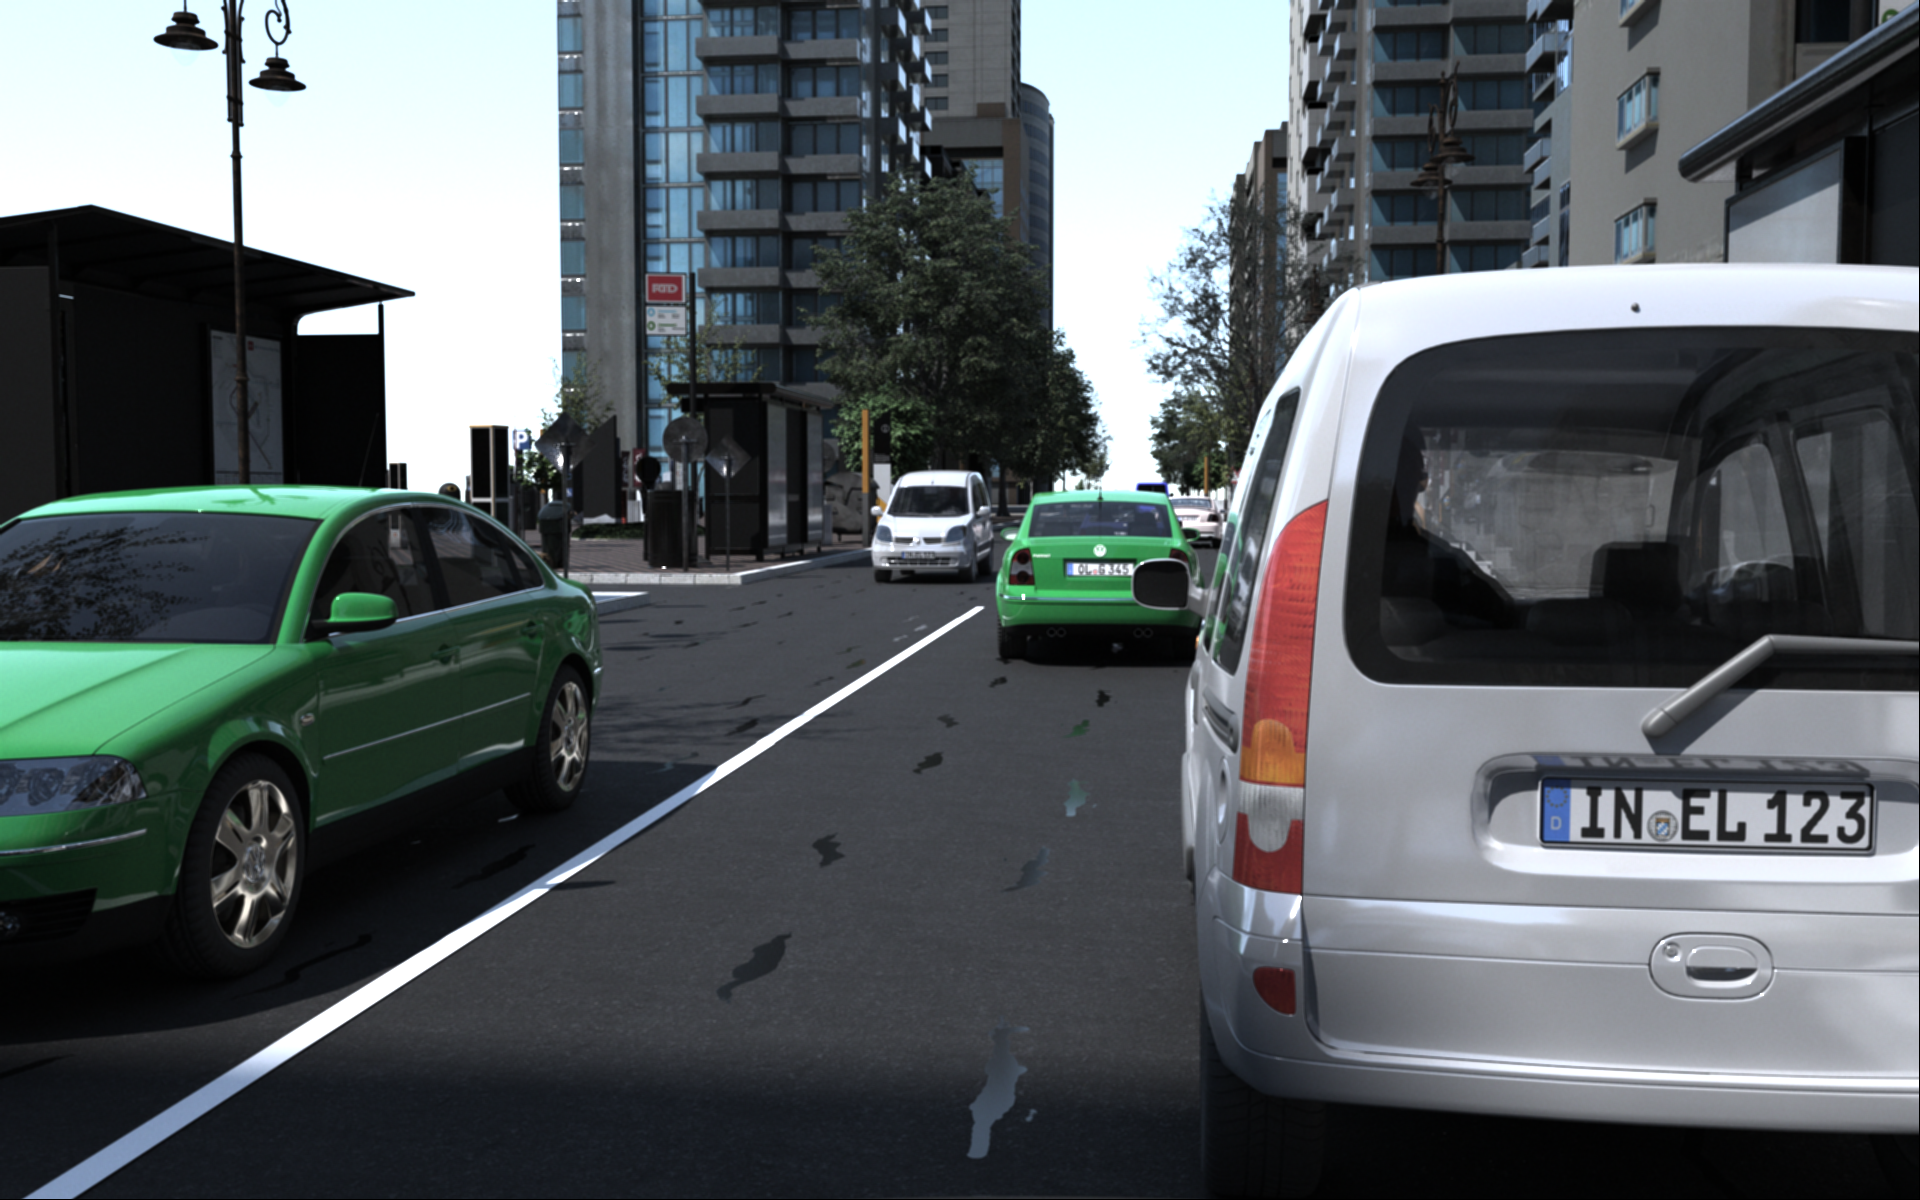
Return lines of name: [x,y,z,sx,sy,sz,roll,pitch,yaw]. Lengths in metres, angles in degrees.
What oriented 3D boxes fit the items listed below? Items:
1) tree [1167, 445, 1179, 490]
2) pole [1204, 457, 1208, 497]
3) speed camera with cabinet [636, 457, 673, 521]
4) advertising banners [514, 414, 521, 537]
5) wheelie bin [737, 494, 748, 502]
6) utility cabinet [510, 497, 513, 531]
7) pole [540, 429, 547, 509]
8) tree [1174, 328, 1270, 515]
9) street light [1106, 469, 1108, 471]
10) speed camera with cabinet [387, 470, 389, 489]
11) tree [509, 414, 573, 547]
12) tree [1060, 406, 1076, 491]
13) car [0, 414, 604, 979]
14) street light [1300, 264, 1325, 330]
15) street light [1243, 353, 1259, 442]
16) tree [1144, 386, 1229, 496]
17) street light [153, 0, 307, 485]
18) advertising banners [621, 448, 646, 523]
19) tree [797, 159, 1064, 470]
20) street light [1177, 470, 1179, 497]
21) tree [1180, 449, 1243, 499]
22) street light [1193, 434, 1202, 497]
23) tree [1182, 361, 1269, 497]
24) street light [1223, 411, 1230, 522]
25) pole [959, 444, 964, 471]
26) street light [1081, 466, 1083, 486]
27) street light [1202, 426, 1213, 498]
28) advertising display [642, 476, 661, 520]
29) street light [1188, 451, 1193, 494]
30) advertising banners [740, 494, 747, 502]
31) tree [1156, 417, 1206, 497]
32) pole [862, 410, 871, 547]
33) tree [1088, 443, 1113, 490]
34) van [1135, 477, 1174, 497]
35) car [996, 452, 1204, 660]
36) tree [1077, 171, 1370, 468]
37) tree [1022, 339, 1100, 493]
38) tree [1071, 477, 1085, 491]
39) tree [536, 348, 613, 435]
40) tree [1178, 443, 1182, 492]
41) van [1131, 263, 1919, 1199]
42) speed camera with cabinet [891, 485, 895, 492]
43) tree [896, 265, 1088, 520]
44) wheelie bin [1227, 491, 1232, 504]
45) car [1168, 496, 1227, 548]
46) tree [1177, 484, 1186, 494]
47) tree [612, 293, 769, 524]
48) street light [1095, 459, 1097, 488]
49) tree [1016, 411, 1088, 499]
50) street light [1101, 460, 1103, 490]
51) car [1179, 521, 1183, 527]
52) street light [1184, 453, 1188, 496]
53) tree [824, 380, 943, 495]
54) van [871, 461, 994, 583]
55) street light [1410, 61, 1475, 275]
tree: [24.644,-14.384,185.547,4.360,8.622,3.978,0,3,0]
pole: [13.417,-6.147,94.343,0.158,3.312,0.155,0,3,0]
speed camera with cabinet: [-12.407,-4.728,71.643,0.660,3.252,2.038,3,5,41]
advertising banners: [-9.994,-2.621,39.045,0.090,3.025,2.074,-1,4,-12]
wheelie bin: [-13.216,-5.983,105.731,0.693,1.594,0.980,-3,5,-42]
utility cabinet: [-10.792,-1.809,40.731,0.306,1.237,1.020,-2,4,-31]
pole: [-13.004,-3.686,54.102,0.158,3.312,0.155,0,3,0]
tree: [11.522,-7.641,75.288,4.737,8.622,4.395,0,3,0]
street light: [21.690,-17.277,255.270,0.468,5.910,1.993,0,4,7]
speed camera with cabinet: [-20.709,-4.062,60.754,0.660,3.252,2.038,1,4,9]
tree: [-10.043,-2.912,42.207,1.663,3.219,1.824,0,3,0]
tree: [9.517,-15.251,159.717,12.009,13.543,11.850,0,3,0]
car: [-2.800,0.134,6.601,1.959,1.807,4.718,0,4,7]
street light: [7.122,-3.800,34.925,0.468,5.910,1.993,0,4,7]
street light: [9.562,-5.153,57.038,0.468,5.910,1.993,0,4,7]
tree: [26.771,-18.191,204.081,9.857,13.997,8.962,0,3,0]
street light: [-5.975,-2.543,14.371,0.468,5.910,1.993,0,4,7]
advertising banners: [-12.946,-4.265,65.926,2.074,3.025,0.090,0,4,4]
tree: [-1.003,-9.715,65.497,9.857,13.997,8.962,0,3,0]
street light: [30.378,-16.210,237.828,0.468,5.910,1.993,0,4,7]
tree: [16.631,-7.884,112.612,4.285,4.588,4.351,0,3,0]
street light: [18.282,-9.761,132.386,0.468,5.910,1.993,0,4,7]
tree: [14.465,-8.533,89.882,4.360,8.622,3.978,0,3,0]
street light: [12.152,-6.504,79.134,0.468,5.910,1.993,0,4,7]
pole: [0.072,-4.697,70.637,0.158,3.312,0.155,0,3,0]
street light: [12.157,-12.209,172.404,0.468,5.910,1.993,0,4,7]
street light: [15.684,-8.349,109.299,0.468,5.910,1.993,0,4,7]
advertising display: [-10.697,-3.361,60.166,0.123,1.923,0.974,2,4,25]
street light: [21.008,-11.175,155.497,0.468,5.910,1.993,0,4,7]
advertising banners: [-10.010,-5.330,83.332,0.090,3.025,2.074,-3,4,-39]
tree: [29.107,-18.459,227.552,9.928,11.665,9.643,0,3,0]
pole: [-2.266,-2.940,41.906,0.158,3.312,0.155,0,3,0]
tree: [14.612,-15.212,199.072,4.737,8.622,4.395,0,3,0]
van: [10.266,-5.385,92.424,2.240,2.365,5.245,0,4,7]
car: [1.328,-0.467,16.427,1.959,1.807,4.718,0,4,5]
tree: [11.450,-9.515,65.934,12.009,13.543,11.850,0,3,0]
tree: [5.299,-12.401,120.878,7.486,12.596,7.792,0,3,0]
tree: [13.361,-12.021,191.142,1.663,3.219,1.824,0,3,0]
tree: [-19.630,-8.414,87.929,4.737,8.622,4.395,0,3,0]
tree: [23.569,-13.152,165.396,4.360,8.622,3.978,0,3,0]
van: [1.473,0.135,4.808,2.013,2.044,4.112,0,4,7]
speed camera with cabinet: [-2.287,-4.905,74.531,0.660,3.252,2.038,3,5,45]
tree: [1.181,-10.289,85.225,9.611,12.733,9.660,0,3,0]
wheelie bin: [15.917,-5.689,100.928,0.693,1.594,0.980,0,4,3]
car: [6.272,-2.152,47.550,2.083,1.381,4.827,0,4,8]
tree: [31.291,-15.173,242.681,1.663,3.219,1.824,0,3,0]
tree: [-9.294,-6.866,62.628,4.737,8.622,4.395,0,3,0]
street light: [16.488,-14.568,210.975,0.468,5.910,1.993,0,4,7]
tree: [4.710,-9.767,110.050,4.737,8.622,4.395,0,3,0]
street light: [19.054,-15.920,233.074,0.468,5.910,1.993,0,4,7]
car: [2.903,-1.076,30.173,1.945,1.354,3.894,0,4,6]
street light: [23.580,-12.561,178.153,0.468,5.910,1.993,0,4,7]
tree: [-2.124,-4.061,50.113,4.285,4.588,4.351,0,3,0]
van: [-0.413,-1.369,29.391,2.013,2.044,4.112,0,4,7]
street light: [5.274,-2.832,19.091,0.468,5.910,1.993,0,4,7]
